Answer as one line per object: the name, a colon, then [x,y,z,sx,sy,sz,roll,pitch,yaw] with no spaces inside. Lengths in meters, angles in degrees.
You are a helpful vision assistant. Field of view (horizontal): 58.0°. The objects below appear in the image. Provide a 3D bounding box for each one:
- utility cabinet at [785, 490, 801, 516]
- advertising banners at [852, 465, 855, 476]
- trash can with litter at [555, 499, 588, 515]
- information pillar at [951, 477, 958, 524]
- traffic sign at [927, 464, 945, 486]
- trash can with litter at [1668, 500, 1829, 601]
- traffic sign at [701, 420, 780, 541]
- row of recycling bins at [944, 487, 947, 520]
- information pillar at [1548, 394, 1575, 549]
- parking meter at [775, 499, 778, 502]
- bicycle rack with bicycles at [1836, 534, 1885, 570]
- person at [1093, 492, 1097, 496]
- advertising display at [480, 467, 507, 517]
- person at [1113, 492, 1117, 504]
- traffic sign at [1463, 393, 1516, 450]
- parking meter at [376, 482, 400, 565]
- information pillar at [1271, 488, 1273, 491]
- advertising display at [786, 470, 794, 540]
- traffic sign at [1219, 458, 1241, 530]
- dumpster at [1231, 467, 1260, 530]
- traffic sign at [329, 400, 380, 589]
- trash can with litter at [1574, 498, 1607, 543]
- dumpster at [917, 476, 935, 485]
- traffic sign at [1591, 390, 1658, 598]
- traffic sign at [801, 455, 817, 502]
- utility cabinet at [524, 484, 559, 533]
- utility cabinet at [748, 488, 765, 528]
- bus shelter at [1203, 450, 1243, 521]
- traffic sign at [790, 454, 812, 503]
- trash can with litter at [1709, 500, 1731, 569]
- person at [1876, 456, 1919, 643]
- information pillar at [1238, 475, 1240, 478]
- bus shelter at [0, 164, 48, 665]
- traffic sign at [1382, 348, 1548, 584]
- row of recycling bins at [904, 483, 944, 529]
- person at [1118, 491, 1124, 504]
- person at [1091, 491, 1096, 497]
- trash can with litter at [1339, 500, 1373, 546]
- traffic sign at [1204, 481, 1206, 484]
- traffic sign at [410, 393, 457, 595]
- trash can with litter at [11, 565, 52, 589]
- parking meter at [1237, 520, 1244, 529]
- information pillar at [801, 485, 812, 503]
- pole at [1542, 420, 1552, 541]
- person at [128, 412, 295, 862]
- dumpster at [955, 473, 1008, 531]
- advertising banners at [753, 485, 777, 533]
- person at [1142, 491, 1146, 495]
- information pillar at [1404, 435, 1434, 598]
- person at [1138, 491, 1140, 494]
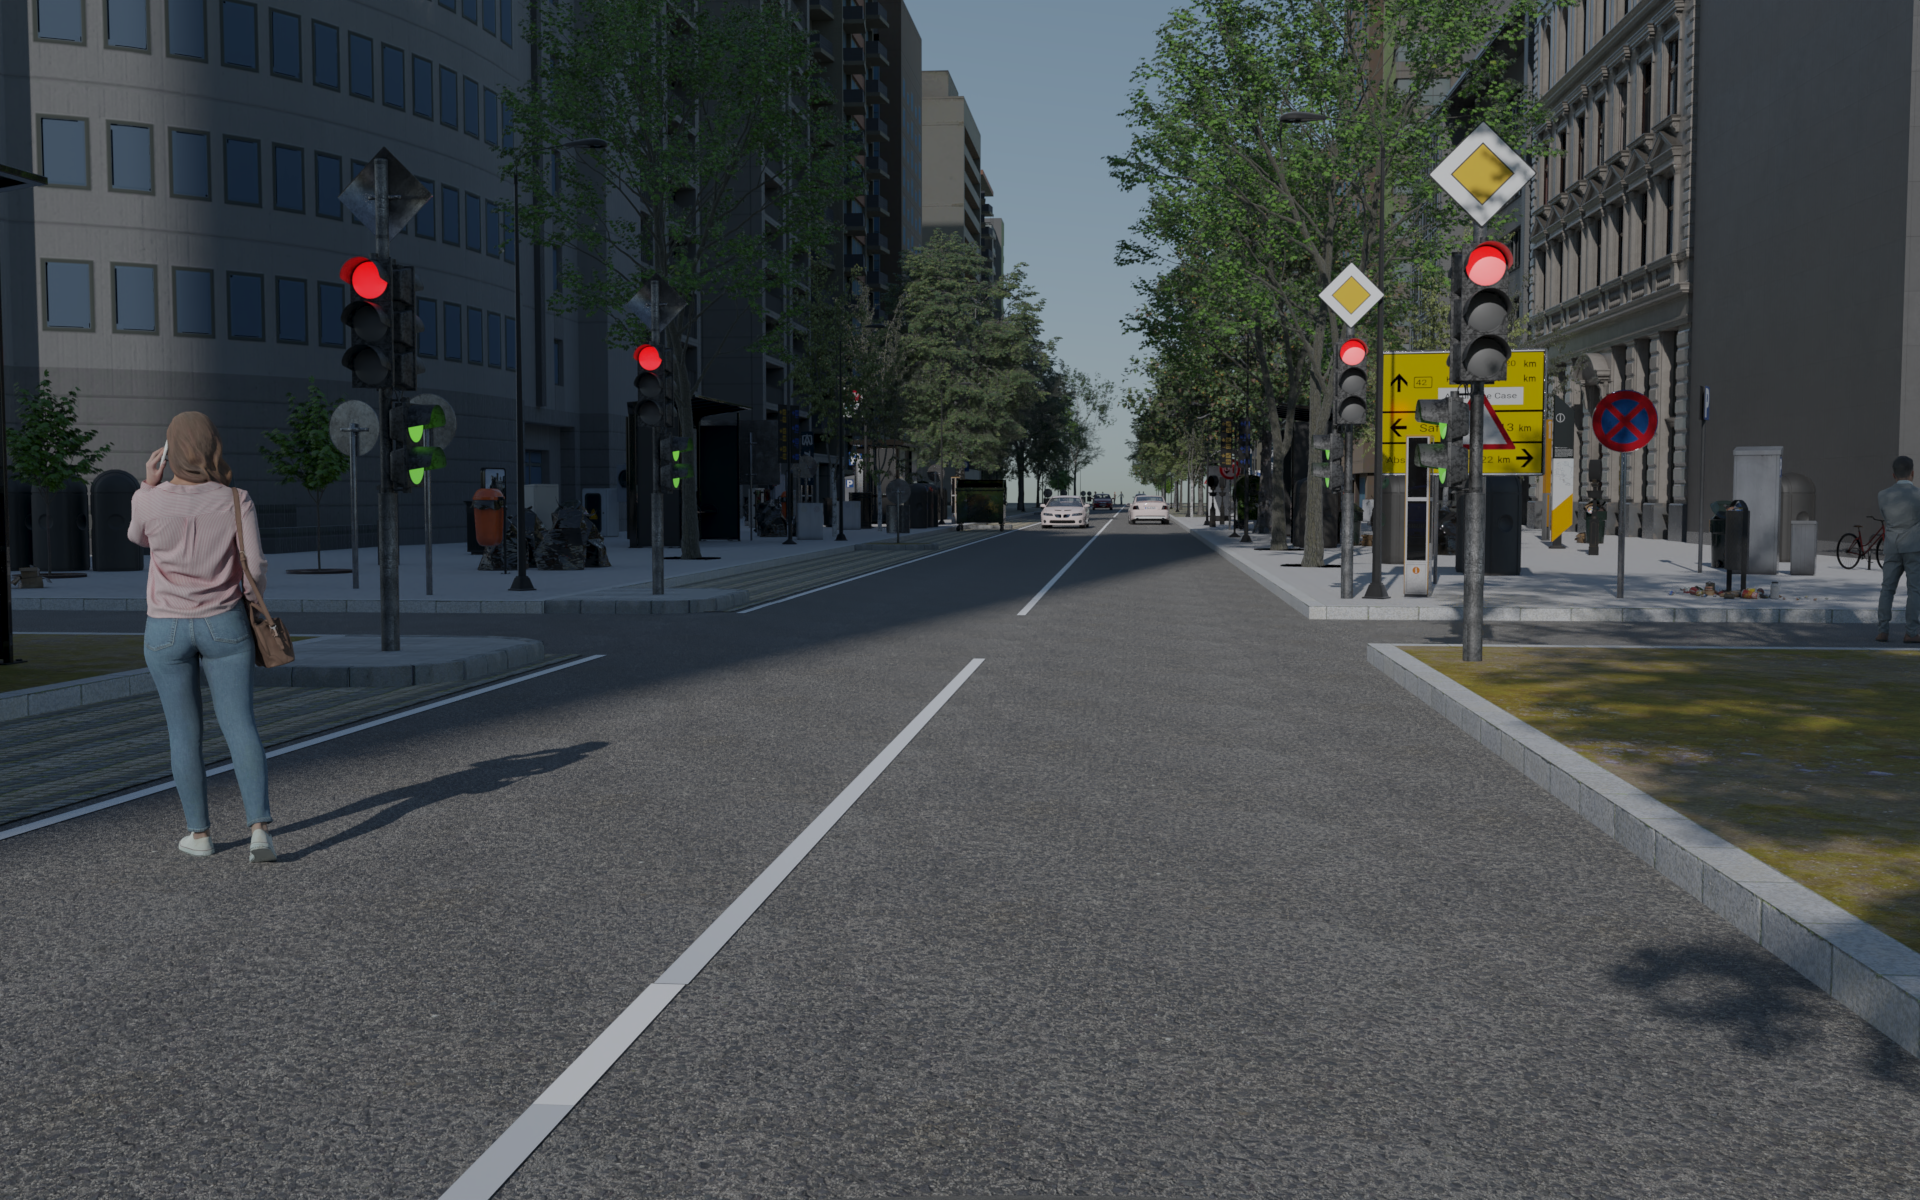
utility cabinet: [-9.349,-5.459,97.941,1.173,1.500,0.318,0,4,-8]
advertising banners: [-5.020,-6.030,94.778,2.074,3.025,0.090,-2,4,-30]
trash can with litter: [-8.534,-1.588,37.350,0.624,1.170,1.055,1,4,23]
information pillar: [-0.172,-4.312,74.988,0.304,2.012,0.304,-3,4,-38]
traffic sign: [-1.041,-4.517,73.954,0.768,2.556,0.104,1,4,12]
trash can with litter: [9.801,-0.664,21.908,1.678,1.210,2.233,0,4,5]
traffic sign: [-6.067,-3.288,47.632,2.265,3.308,0.079,0,4,6]
row of recycling bins: [-1.152,-4.883,86.948,1.069,1.692,3.534,0,4,4]
information pillar: [14.087,-3.007,40.518,0.504,3.616,0.183,0,4,-1]
parking meter: [-9.940,-5.438,94.627,0.255,1.863,0.399,-1,4,-23]
bicycle rack with bicycles: [16.197,-0.911,28.284,2.852,0.926,2.925,0,4,-3]
person: [18.738,-13.986,237.990,1.217,1.723,0.721,-2,4,-29]
advertising display: [-11.314,-2.252,42.029,0.123,1.923,0.974,1,4,16]
person: [22.233,-14.572,247.277,0.750,1.759,0.617,3,5,40]
traffic sign: [6.220,-1.276,20.860,0.884,2.594,0.081,0,4,6]
parking meter: [-10.329,-1.398,31.273,0.372,1.533,0.369,0,3,0]
information pillar: [11.725,-3.673,64.545,0.304,2.012,0.304,3,4,36]
advertising display: [-4.544,-2.506,46.189,0.123,1.923,0.974,-1,4,-10]
traffic sign: [9.602,-3.761,61.604,0.768,2.556,0.104,1,4,13]
dumpster: [10.618,-3.707,63.101,1.502,2.255,1.985,0,4,6]
traffic sign: [-8.197,-1.426,23.423,0.768,2.556,0.104,1,4,13]
trash can with litter: [16.325,-2.055,44.986,0.624,1.170,1.055,-1,4,-11]
dumpster: [-1.945,-5.423,91.160,1.502,2.255,1.985,0,4,6]
traffic sign: [8.131,-1.293,21.251,0.768,2.556,0.104,1,4,15]
traffic sign: [-5.068,-3.478,56.969,0.768,2.556,0.104,1,4,13]
utility cabinet: [-9.305,-1.820,38.431,0.318,1.500,1.173,1,4,13]
utility cabinet: [-7.742,-3.498,65.865,0.318,1.500,1.173,1,4,10]
bus shelter: [12.181,-5.224,79.335,2.014,3.302,5.546,0,4,6]
traffic sign: [-5.216,-3.430,56.079,0.884,2.594,0.081,1,4,9]
trash can with litter: [13.344,-1.128,29.832,0.624,1.170,1.055,0,4,1]
person: [9.173,-0.495,16.780,0.511,1.800,0.466,3,4,36]
information pillar: [10.783,-3.760,65.964,0.304,2.012,0.304,3,4,38]
bus shelter: [-7.925,-1.144,9.995,1.731,3.624,6.357,0,4,6]
traffic sign: [7.077,-1.872,24.479,2.265,3.308,0.079,1,4,13]
row of recycling bins: [-1.503,-3.588,65.773,1.069,1.692,3.534,1,4,9]
person: [22.302,-14.139,239.755,0.705,1.814,1.350,-2,4,-34]
person: [15.924,-12.031,205.741,0.750,1.759,0.617,0,4,-1]
trash can with litter: [9.898,-1.920,42.782,1.055,1.170,0.624,3,5,41]
traffic sign: [13.086,-5.492,89.803,0.884,2.594,0.081,1,4,12]
traffic sign: [-6.742,-1.335,21.932,0.768,2.556,0.104,1,4,8]
trash can with litter: [-12.961,-0.740,23.494,1.055,1.170,0.624,-3,4,-39]
parking meter: [10.410,-3.600,64.573,0.255,1.863,0.399,3,4,38]
information pillar: [-5.762,-3.711,65.163,0.304,2.012,0.304,2,4,31]
pole: [16.097,-3.282,47.497,0.158,3.312,0.155,0,3,0]
person: [-2.914,0.142,6.770,0.593,1.750,0.643,-2,4,-25]
dumpster: [0.815,-3.757,66.381,1.985,2.255,1.502,0,4,6]
advertising banners: [-6.523,-3.804,58.377,0.090,3.025,2.074,1,4,17]
person: [25.179,-14.022,237.891,1.348,1.807,0.705,-1,4,-9]
information pillar: [5.716,-1.045,21.576,0.304,2.012,0.304,2,4,24]
person: [23.881,-13.596,230.878,1.350,1.814,0.705,0,4,1]
